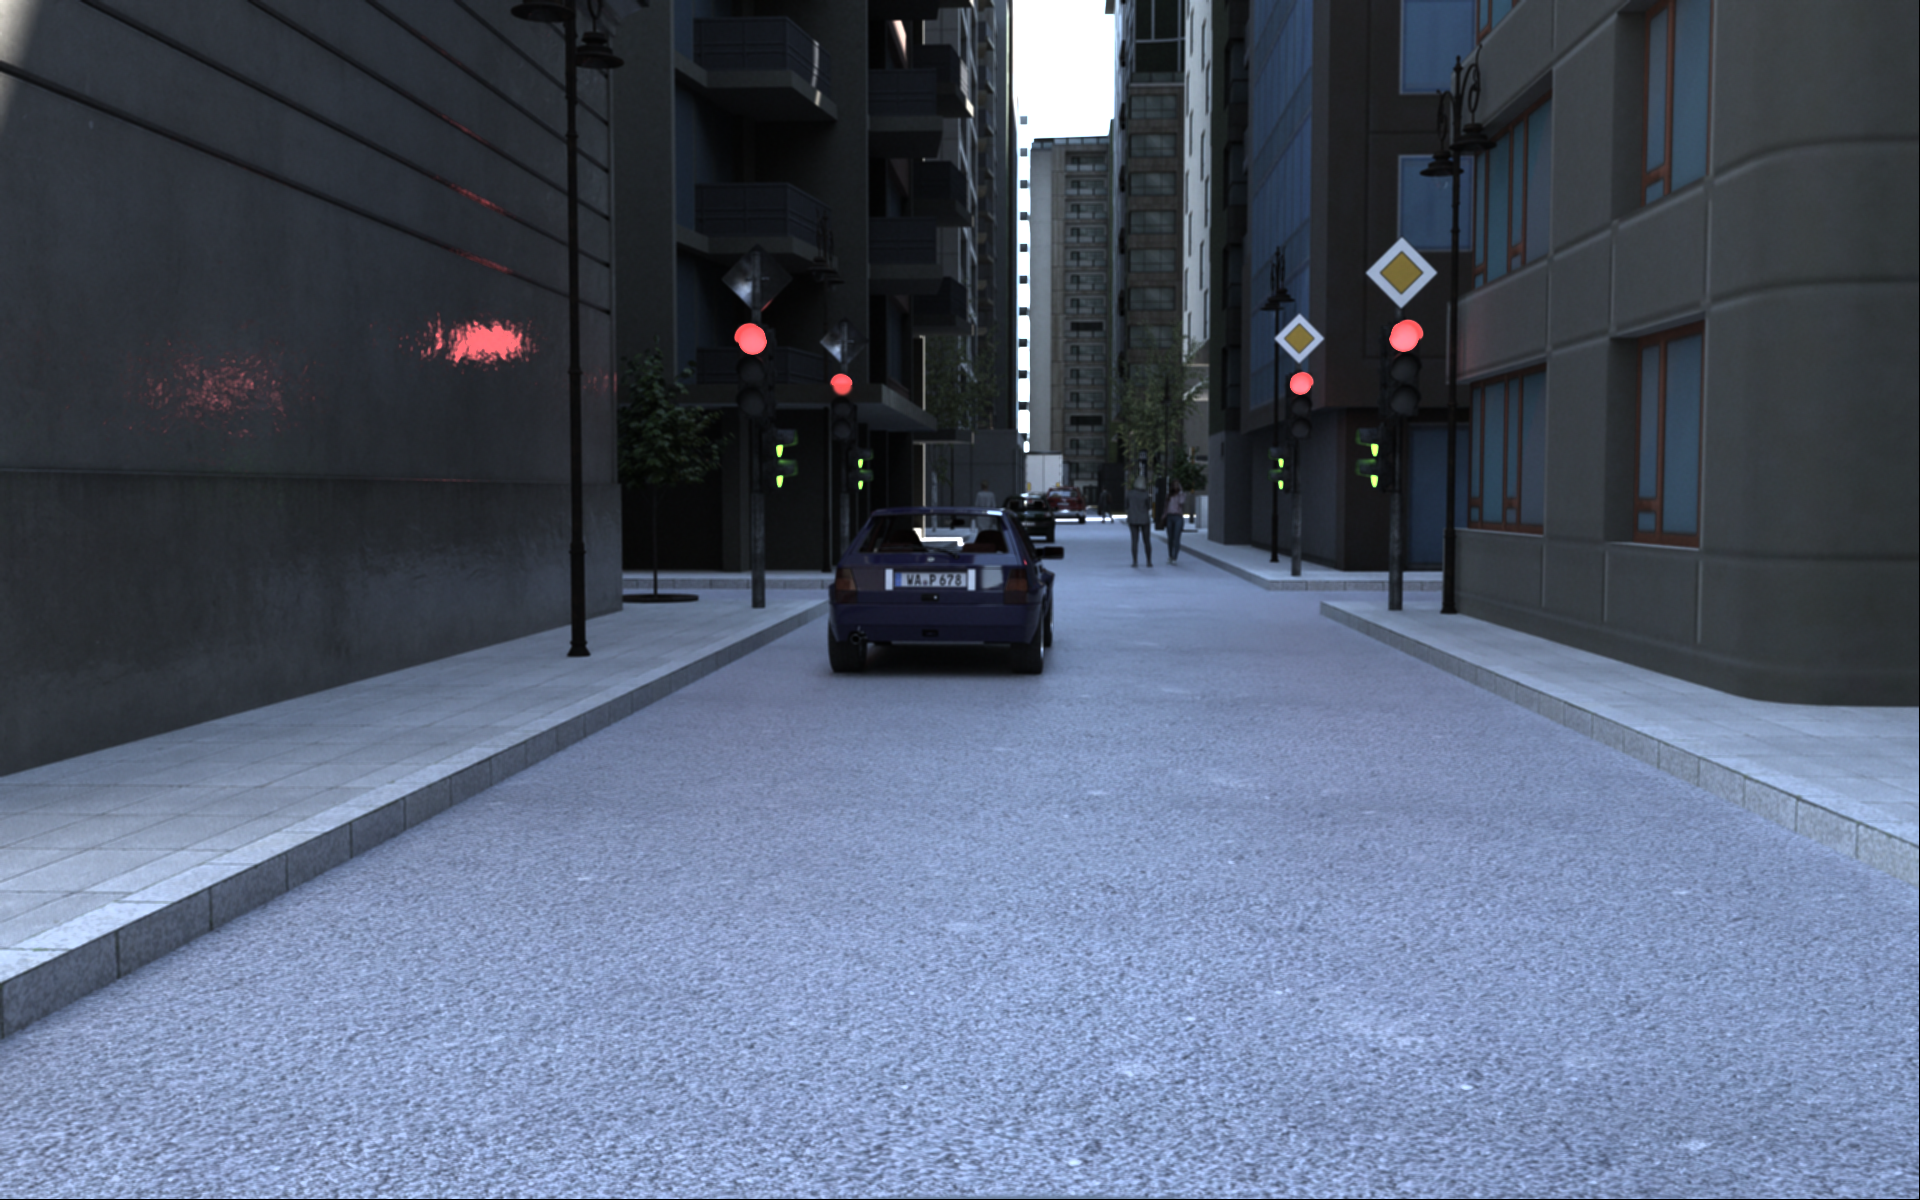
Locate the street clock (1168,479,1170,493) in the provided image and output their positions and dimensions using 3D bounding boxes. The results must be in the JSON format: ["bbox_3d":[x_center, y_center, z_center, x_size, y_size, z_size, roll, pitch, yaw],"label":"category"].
[{"bbox_3d":[9.777,-4.688,81.224,0.471,2.002,0.358,3,5,42],"label":"street clock"}]

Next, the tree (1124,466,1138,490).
[{"bbox_3d":[11.831,-7.372,115.128,1.663,3.219,1.824,0,3,0],"label":"tree"}]

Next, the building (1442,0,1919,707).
[{"bbox_3d":[18.396,-9.697,3.585,27.650,21.520,28.899,0,4,3],"label":"building"}]

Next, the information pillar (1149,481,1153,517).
[{"bbox_3d":[10.628,-5.566,95.495,0.304,2.012,0.304,-1,4,-19],"label":"information pillar"}]

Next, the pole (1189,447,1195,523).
[{"bbox_3d":[10.125,-5.001,75.605,0.158,3.312,0.155,0,3,0],"label":"pole"}]

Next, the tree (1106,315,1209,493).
[{"bbox_3d":[8.225,-7.365,70.782,4.737,8.622,4.395,0,3,0],"label":"tree"}]

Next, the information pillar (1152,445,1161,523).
[{"bbox_3d":[8.800,-5.267,77.466,0.183,3.616,0.504,3,5,42],"label":"information pillar"}]

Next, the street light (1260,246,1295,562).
[{"bbox_3d":[5.931,-3.651,32.488,0.468,5.910,1.993,0,4,3],"label":"street light"}]

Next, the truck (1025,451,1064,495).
[{"bbox_3d":[5.740,-7.955,118.980,2.839,4.237,11.283,0,4,3],"label":"truck"}]

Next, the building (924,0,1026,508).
[{"bbox_3d":[-7.443,-38.888,74.071,20.563,71.187,20.611,0,4,3],"label":"building"}]

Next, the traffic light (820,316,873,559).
[{"bbox_3d":[-1.806,-2.353,27.389,0.839,4.253,0.868,0,4,3],"label":"traffic light"}]

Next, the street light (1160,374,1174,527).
[{"bbox_3d":[7.970,-5.756,66.897,0.468,5.910,1.993,0,4,3],"label":"street light"}]

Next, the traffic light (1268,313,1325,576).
[{"bbox_3d":[5.245,-2.330,27.010,0.839,4.253,0.868,0,4,3],"label":"traffic light"}]

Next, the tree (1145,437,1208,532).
[{"bbox_3d":[7.563,-3.933,58.900,1.663,3.219,1.824,0,3,0],"label":"tree"}]

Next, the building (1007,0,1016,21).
[{"bbox_3d":[-2.090,-30.740,152.710,14.600,45.320,14.200,0,4,3],"label":"building"}]

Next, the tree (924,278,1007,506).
[{"bbox_3d":[-0.628,-6.599,58.252,4.737,8.622,4.395,0,3,0],"label":"tree"}]

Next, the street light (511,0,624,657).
[{"bbox_3d":[-3.023,-2.493,13.555,0.468,5.910,1.993,0,4,3],"label":"street light"}]

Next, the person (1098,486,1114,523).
[{"bbox_3d":[7.213,-4.722,85.665,0.622,1.834,0.822,-2,4,-26],"label":"person"}]

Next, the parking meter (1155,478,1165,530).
[{"bbox_3d":[7.084,-3.403,61.354,0.255,1.863,0.399,-1,4,-17],"label":"parking meter"}]

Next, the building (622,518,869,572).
[{"bbox_3d":[-11.090,-23.619,40.802,22.147,44.769,28.867,0,4,3],"label":"building"}]

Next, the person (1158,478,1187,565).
[{"bbox_3d":[4.364,-1.607,35.360,0.593,1.750,0.643,2,4,27],"label":"person"}]

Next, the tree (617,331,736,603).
[{"bbox_3d":[-3.650,-1.594,20.663,1.663,3.219,1.824,0,3,0],"label":"tree"}]

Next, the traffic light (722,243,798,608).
[{"bbox_3d":[-2.255,-1.865,19.417,0.839,4.253,0.868,0,4,3],"label":"traffic light"}]

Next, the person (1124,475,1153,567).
[{"bbox_3d":[3.511,-1.554,34.094,0.537,1.800,0.526,1,4,21],"label":"person"}]

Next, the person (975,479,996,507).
[{"bbox_3d":[0.565,-1.996,41.494,0.694,1.780,0.624,0,4,7],"label":"person"}]

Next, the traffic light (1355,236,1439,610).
[{"bbox_3d":[4.796,-1.842,19.037,0.839,4.253,0.868,0,4,3],"label":"traffic light"}]

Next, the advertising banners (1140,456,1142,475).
[{"bbox_3d":[8.252,-5.026,78.365,0.090,3.025,2.074,0,4,1],"label":"advertising banners"}]

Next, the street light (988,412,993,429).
[{"bbox_3d":[1.721,-7.611,97.227,0.468,5.910,1.993,0,4,3],"label":"street light"}]

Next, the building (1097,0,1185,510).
[{"bbox_3d":[21.597,-42.792,137.905,20.563,71.187,20.611,0,4,3],"label":"building"}]

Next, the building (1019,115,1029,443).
[{"bbox_3d":[-7.399,-35.337,197.367,30.456,49.044,23.786,0,4,3],"label":"building"}]

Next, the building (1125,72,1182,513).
[{"bbox_3d":[18.646,-21.423,121.959,14.160,30.474,14.107,0,4,3],"label":"building"}]

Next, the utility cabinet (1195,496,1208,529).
[{"bbox_3d":[9.215,-3.259,64.442,1.020,1.237,0.306,-2,4,-35],"label":"utility cabinet"}]

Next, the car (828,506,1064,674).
[{"bbox_3d":[-0.074,-0.161,15.211,1.945,1.354,3.894,0,4,5],"label":"car"}]

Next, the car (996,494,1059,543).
[{"bbox_3d":[2.011,-2.618,52.585,2.009,1.686,4.222,0,4,2],"label":"car"}]

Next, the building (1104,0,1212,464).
[{"bbox_3d":[28.117,-35.040,162.148,28.713,52.752,27.495,0,4,3],"label":"building"}]

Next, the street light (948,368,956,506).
[{"bbox_3d":[-0.277,-5.492,62.575,0.468,5.910,1.993,0,4,3],"label":"street light"}]

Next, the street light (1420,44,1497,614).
[{"bbox_3d":[5.252,-2.792,18.431,0.468,5.910,1.993,0,4,3],"label":"street light"}]

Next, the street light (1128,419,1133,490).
[{"bbox_3d":[9.912,-7.862,101.326,0.468,5.910,1.993,0,4,3],"label":"street light"}]

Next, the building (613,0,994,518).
[{"bbox_3d":[-9.026,-28.278,116.964,22.147,44.769,28.867,0,4,3],"label":"building"}]

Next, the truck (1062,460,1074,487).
[{"bbox_3d":[8.319,-9.847,149.912,2.839,4.237,11.283,0,4,5],"label":"truck"}]

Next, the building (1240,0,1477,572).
[{"bbox_3d":[13.409,-23.444,33.421,14.200,45.320,14.600,0,4,3],"label":"building"}]

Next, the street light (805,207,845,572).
[{"bbox_3d":[-2.188,-3.393,28.269,0.468,5.910,1.993,0,4,3],"label":"street light"}]

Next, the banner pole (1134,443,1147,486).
[{"bbox_3d":[8.812,-5.809,84.990,0.863,3.779,0.401,2,4,28],"label":"banner pole"}]

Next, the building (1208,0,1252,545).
[{"bbox_3d":[14.063,-16.977,49.270,14.160,30.474,14.107,0,4,3],"label":"building"}]

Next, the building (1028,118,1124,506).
[{"bbox_3d":[14.582,-31.086,191.846,14.086,41.232,14.154,0,4,3],"label":"building"}]

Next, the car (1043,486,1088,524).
[{"bbox_3d":[5.136,-4.664,84.937,2.281,1.827,5.304,0,4,5],"label":"car"}]

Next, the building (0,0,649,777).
[{"bbox_3d":[-18.333,-10.927,11.937,30.059,22.955,16.112,0,4,3],"label":"building"}]

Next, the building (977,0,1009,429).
[{"bbox_3d":[-3.346,-27.839,138.766,14.154,41.232,14.086,0,4,3],"label":"building"}]
